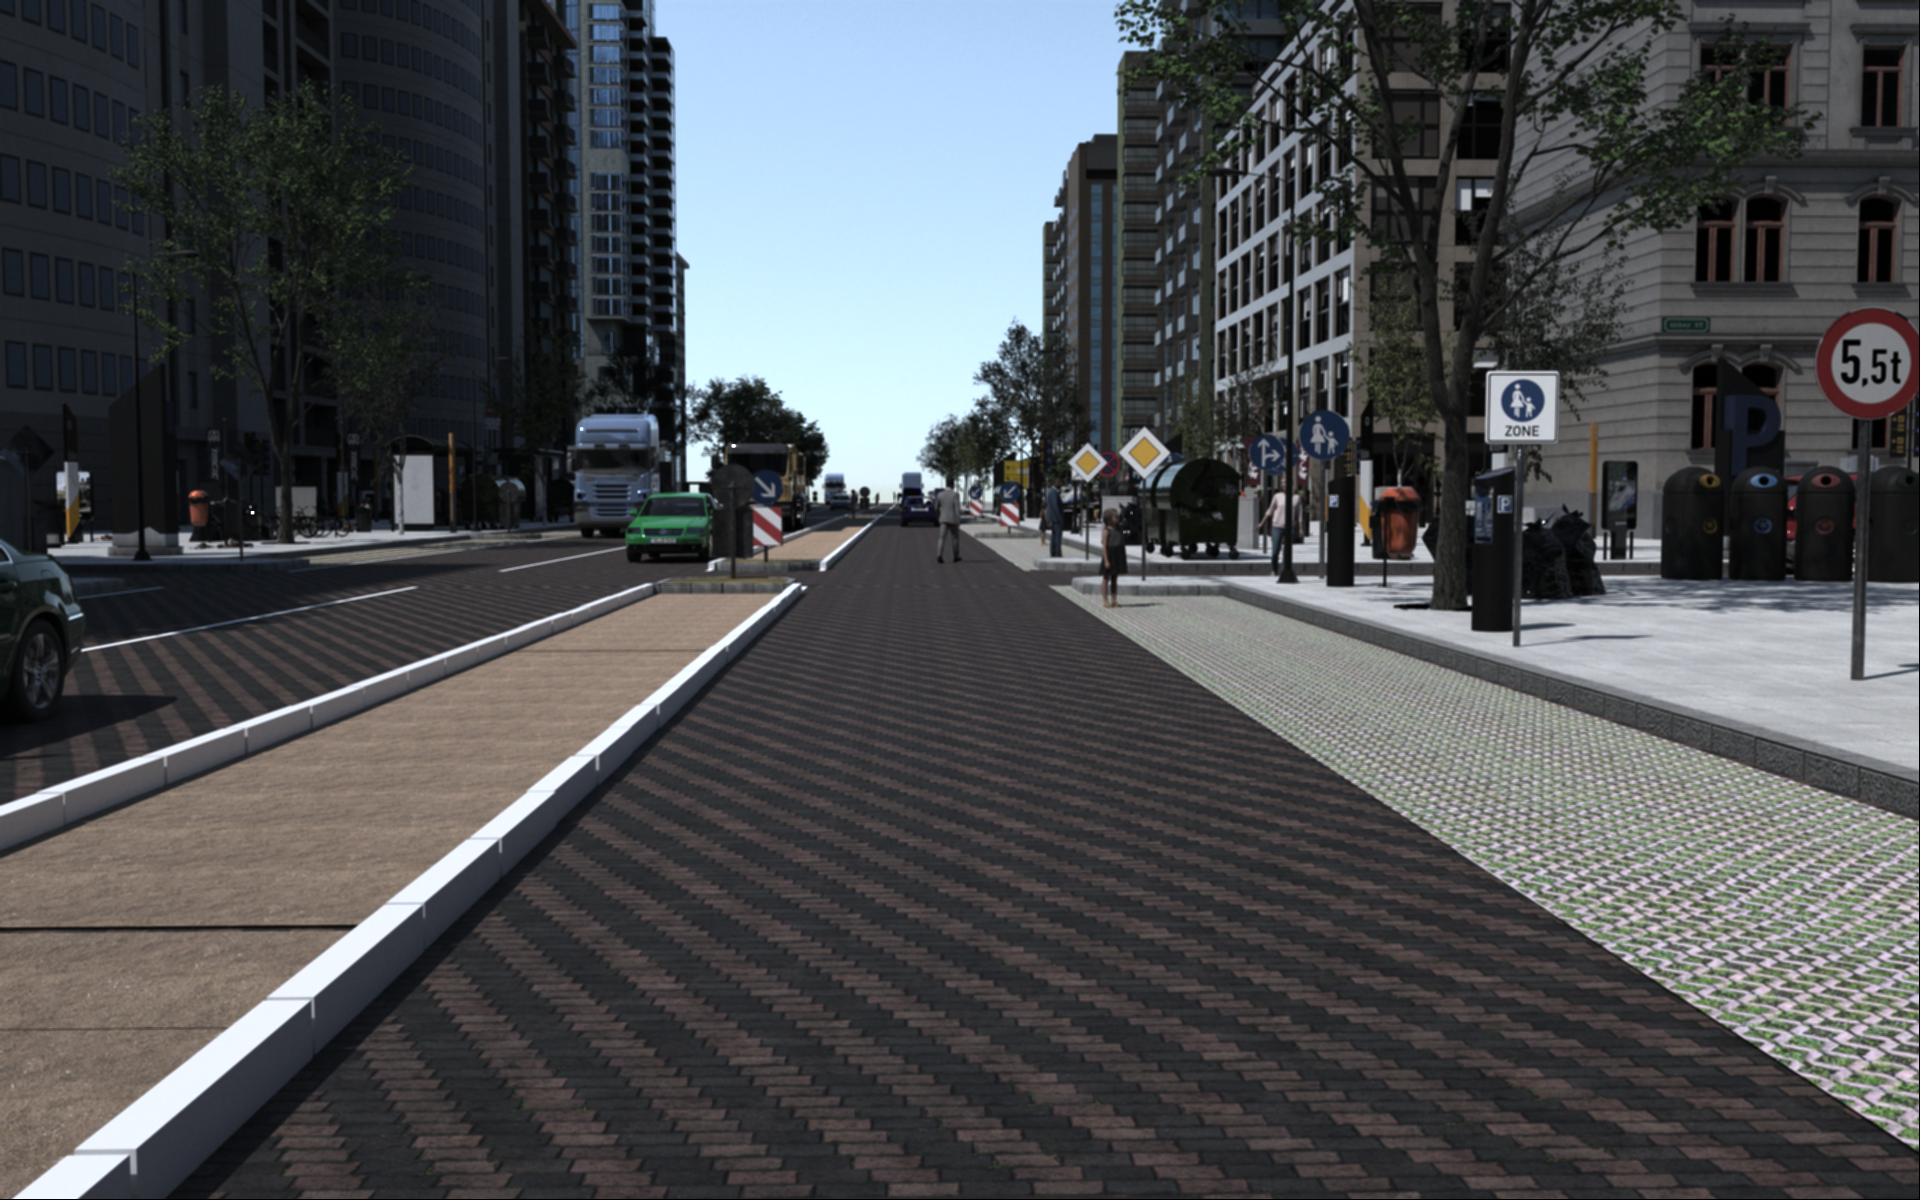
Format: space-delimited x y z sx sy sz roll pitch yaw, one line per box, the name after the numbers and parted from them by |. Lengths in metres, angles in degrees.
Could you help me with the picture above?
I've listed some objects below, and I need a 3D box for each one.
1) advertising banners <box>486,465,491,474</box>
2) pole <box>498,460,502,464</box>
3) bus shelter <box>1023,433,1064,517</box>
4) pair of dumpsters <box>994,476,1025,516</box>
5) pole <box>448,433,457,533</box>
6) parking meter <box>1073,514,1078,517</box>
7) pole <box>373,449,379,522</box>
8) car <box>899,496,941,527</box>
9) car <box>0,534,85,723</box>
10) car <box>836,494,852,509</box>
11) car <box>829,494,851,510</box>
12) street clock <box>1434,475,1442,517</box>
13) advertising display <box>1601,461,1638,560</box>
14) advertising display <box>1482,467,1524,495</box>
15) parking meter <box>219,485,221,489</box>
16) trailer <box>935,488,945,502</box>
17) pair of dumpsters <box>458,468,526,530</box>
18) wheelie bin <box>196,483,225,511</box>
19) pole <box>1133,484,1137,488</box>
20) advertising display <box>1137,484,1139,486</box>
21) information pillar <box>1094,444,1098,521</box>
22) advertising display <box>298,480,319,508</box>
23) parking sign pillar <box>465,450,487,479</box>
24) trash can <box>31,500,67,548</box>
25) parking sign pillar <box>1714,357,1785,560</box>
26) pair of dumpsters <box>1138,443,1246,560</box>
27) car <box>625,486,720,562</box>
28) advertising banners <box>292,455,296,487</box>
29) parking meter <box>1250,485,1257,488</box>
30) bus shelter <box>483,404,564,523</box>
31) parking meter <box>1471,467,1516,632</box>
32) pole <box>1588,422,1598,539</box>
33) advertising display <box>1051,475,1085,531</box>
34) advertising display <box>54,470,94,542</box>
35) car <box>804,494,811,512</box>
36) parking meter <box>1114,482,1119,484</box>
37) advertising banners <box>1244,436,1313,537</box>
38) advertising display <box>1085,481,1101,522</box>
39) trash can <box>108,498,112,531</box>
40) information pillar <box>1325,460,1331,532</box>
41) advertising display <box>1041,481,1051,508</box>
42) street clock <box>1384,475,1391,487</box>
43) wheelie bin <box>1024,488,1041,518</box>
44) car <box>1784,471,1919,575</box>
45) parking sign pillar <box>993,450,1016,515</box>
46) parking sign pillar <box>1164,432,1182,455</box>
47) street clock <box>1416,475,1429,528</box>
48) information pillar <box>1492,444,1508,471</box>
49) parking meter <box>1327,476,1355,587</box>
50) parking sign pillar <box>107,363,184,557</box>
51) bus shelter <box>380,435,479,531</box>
-28.779 -6.507 102.578 2.074 3.025 0.090 -2 4 -33 | advertising banners
-25.737 -6.309 97.002 0.158 3.312 0.155 0 3 0 | pole
4.830 -7.478 99.895 2.179 5.291 8.768 0 4 -2 | bus shelter
2.808 -5.834 97.886 1.574 2.255 4.437 0 4 -2 | pair of dumpsters
-16.912 -3.908 57.731 0.158 3.312 0.155 0 3 0 | pole
6.464 -5.454 97.582 0.372 1.533 0.369 0 3 0 | parking meter
-26.683 -5.217 79.145 0.158 3.312 0.155 0 3 0 | pole
-1.743 -3.937 76.958 1.945 1.354 3.894 0 4 0 | car
-6.607 0.140 9.508 2.131 1.459 4.920 0 4 -3 | car
-11.226 -9.702 168.851 2.015 1.641 3.980 0 4 -2 | car
-10.682 -8.748 155.025 2.014 1.417 4.499 0 4 -1 | car
18.258 -3.766 66.136 0.358 2.002 0.471 1 4 14 | street clock
12.872 -1.749 33.813 0.974 1.923 0.123 -2 4 -35 | advertising display
13.067 -2.234 41.742 0.974 1.923 0.123 0 4 4 | advertising display
-28.498 -3.703 66.247 0.399 1.863 0.255 -2 4 -35 | parking meter
-2.049 -10.216 174.074 1.471 1.999 3.904 0 4 -3 | trailer
-17.019 -3.703 63.039 1.574 2.255 4.437 0 4 -2 | pair of dumpsters
-22.007 -2.618 50.710 0.693 1.594 0.980 2 4 30 | wheelie bin
8.869 -5.748 87.821 0.158 3.312 0.155 0 3 0 | pole
10.756 -5.981 103.011 0.974 1.923 0.123 1 4 23 | advertising display
6.335 -5.511 81.465 0.183 3.616 0.504 -1 4 -14 | information pillar
-30.274 -4.602 80.456 0.123 1.923 0.974 3 4 38 | advertising display
-25.988 -6.403 93.169 1.447 3.967 1.447 2 4 30 | parking sign pillar
-21.638 -1.805 41.172 0.748 1.137 0.748 0 3 0 | trash can
15.603 -2.798 34.223 1.447 3.967 1.447 -1 4 -15 | parking sign pillar
4.714 -2.016 35.451 1.574 2.255 4.437 0 4 -2 | pair of dumpsters
-6.146 -1.779 37.881 1.959 1.807 4.718 0 4 -1 | car
-30.111 -4.994 77.836 0.090 3.025 2.074 -2 4 -34 | advertising banners
14.268 -4.790 84.032 0.255 1.863 0.399 2 4 34 | parking meter
-20.283 -6.275 80.224 2.179 5.291 8.768 0 4 -2 | bus shelter
4.999 -0.478 16.229 0.372 1.533 0.369 0 3 0 | parking meter
18.055 -3.396 49.370 0.158 3.312 0.155 0 3 0 | pole
3.731 -3.347 59.937 0.974 1.923 0.123 1 4 17 | advertising display
-23.527 -2.496 46.026 0.974 1.923 0.123 0 3 0 | advertising display
-12.946 -7.872 138.490 2.009 1.686 4.222 0 4 0 | car
7.289 -4.544 80.012 0.399 1.863 0.255 1 4 12 | parking meter
9.548 -3.415 52.019 2.074 3.025 0.090 1 4 19 | advertising banners
5.942 -4.523 79.162 0.974 1.923 0.123 1 4 19 | advertising display
-28.016 -2.825 57.837 0.748 1.137 0.748 0 3 0 | trash can
12.292 -4.073 57.942 0.183 3.616 0.504 2 4 28 | information pillar
4.468 -4.907 85.448 0.974 1.923 0.123 2 4 23 | advertising display
16.291 -3.763 66.090 0.358 2.002 0.471 1 4 10 | street clock
3.906 -5.188 92.735 0.980 1.594 0.693 1 4 9 | wheelie bin
16.227 -1.294 29.834 5.304 1.827 2.281 0 4 -1 | car
2.785 -7.221 106.533 1.447 3.967 1.447 0 4 2 | parking sign pillar
8.937 -5.296 75.063 1.447 3.967 1.447 -1 4 -10 | parking sign pillar
17.631 -3.759 66.031 0.358 2.002 0.471 -2 4 -32 | street clock
10.919 -2.670 35.011 0.183 3.616 0.504 -1 4 -13 | information pillar
5.284 -0.955 24.019 0.372 1.533 0.369 0 3 0 | parking meter
-17.014 -2.912 36.078 1.447 3.967 1.447 1 4 14 | parking sign pillar
-18.894 -4.165 62.018 2.014 3.302 5.546 0 4 -2 | bus shelter
